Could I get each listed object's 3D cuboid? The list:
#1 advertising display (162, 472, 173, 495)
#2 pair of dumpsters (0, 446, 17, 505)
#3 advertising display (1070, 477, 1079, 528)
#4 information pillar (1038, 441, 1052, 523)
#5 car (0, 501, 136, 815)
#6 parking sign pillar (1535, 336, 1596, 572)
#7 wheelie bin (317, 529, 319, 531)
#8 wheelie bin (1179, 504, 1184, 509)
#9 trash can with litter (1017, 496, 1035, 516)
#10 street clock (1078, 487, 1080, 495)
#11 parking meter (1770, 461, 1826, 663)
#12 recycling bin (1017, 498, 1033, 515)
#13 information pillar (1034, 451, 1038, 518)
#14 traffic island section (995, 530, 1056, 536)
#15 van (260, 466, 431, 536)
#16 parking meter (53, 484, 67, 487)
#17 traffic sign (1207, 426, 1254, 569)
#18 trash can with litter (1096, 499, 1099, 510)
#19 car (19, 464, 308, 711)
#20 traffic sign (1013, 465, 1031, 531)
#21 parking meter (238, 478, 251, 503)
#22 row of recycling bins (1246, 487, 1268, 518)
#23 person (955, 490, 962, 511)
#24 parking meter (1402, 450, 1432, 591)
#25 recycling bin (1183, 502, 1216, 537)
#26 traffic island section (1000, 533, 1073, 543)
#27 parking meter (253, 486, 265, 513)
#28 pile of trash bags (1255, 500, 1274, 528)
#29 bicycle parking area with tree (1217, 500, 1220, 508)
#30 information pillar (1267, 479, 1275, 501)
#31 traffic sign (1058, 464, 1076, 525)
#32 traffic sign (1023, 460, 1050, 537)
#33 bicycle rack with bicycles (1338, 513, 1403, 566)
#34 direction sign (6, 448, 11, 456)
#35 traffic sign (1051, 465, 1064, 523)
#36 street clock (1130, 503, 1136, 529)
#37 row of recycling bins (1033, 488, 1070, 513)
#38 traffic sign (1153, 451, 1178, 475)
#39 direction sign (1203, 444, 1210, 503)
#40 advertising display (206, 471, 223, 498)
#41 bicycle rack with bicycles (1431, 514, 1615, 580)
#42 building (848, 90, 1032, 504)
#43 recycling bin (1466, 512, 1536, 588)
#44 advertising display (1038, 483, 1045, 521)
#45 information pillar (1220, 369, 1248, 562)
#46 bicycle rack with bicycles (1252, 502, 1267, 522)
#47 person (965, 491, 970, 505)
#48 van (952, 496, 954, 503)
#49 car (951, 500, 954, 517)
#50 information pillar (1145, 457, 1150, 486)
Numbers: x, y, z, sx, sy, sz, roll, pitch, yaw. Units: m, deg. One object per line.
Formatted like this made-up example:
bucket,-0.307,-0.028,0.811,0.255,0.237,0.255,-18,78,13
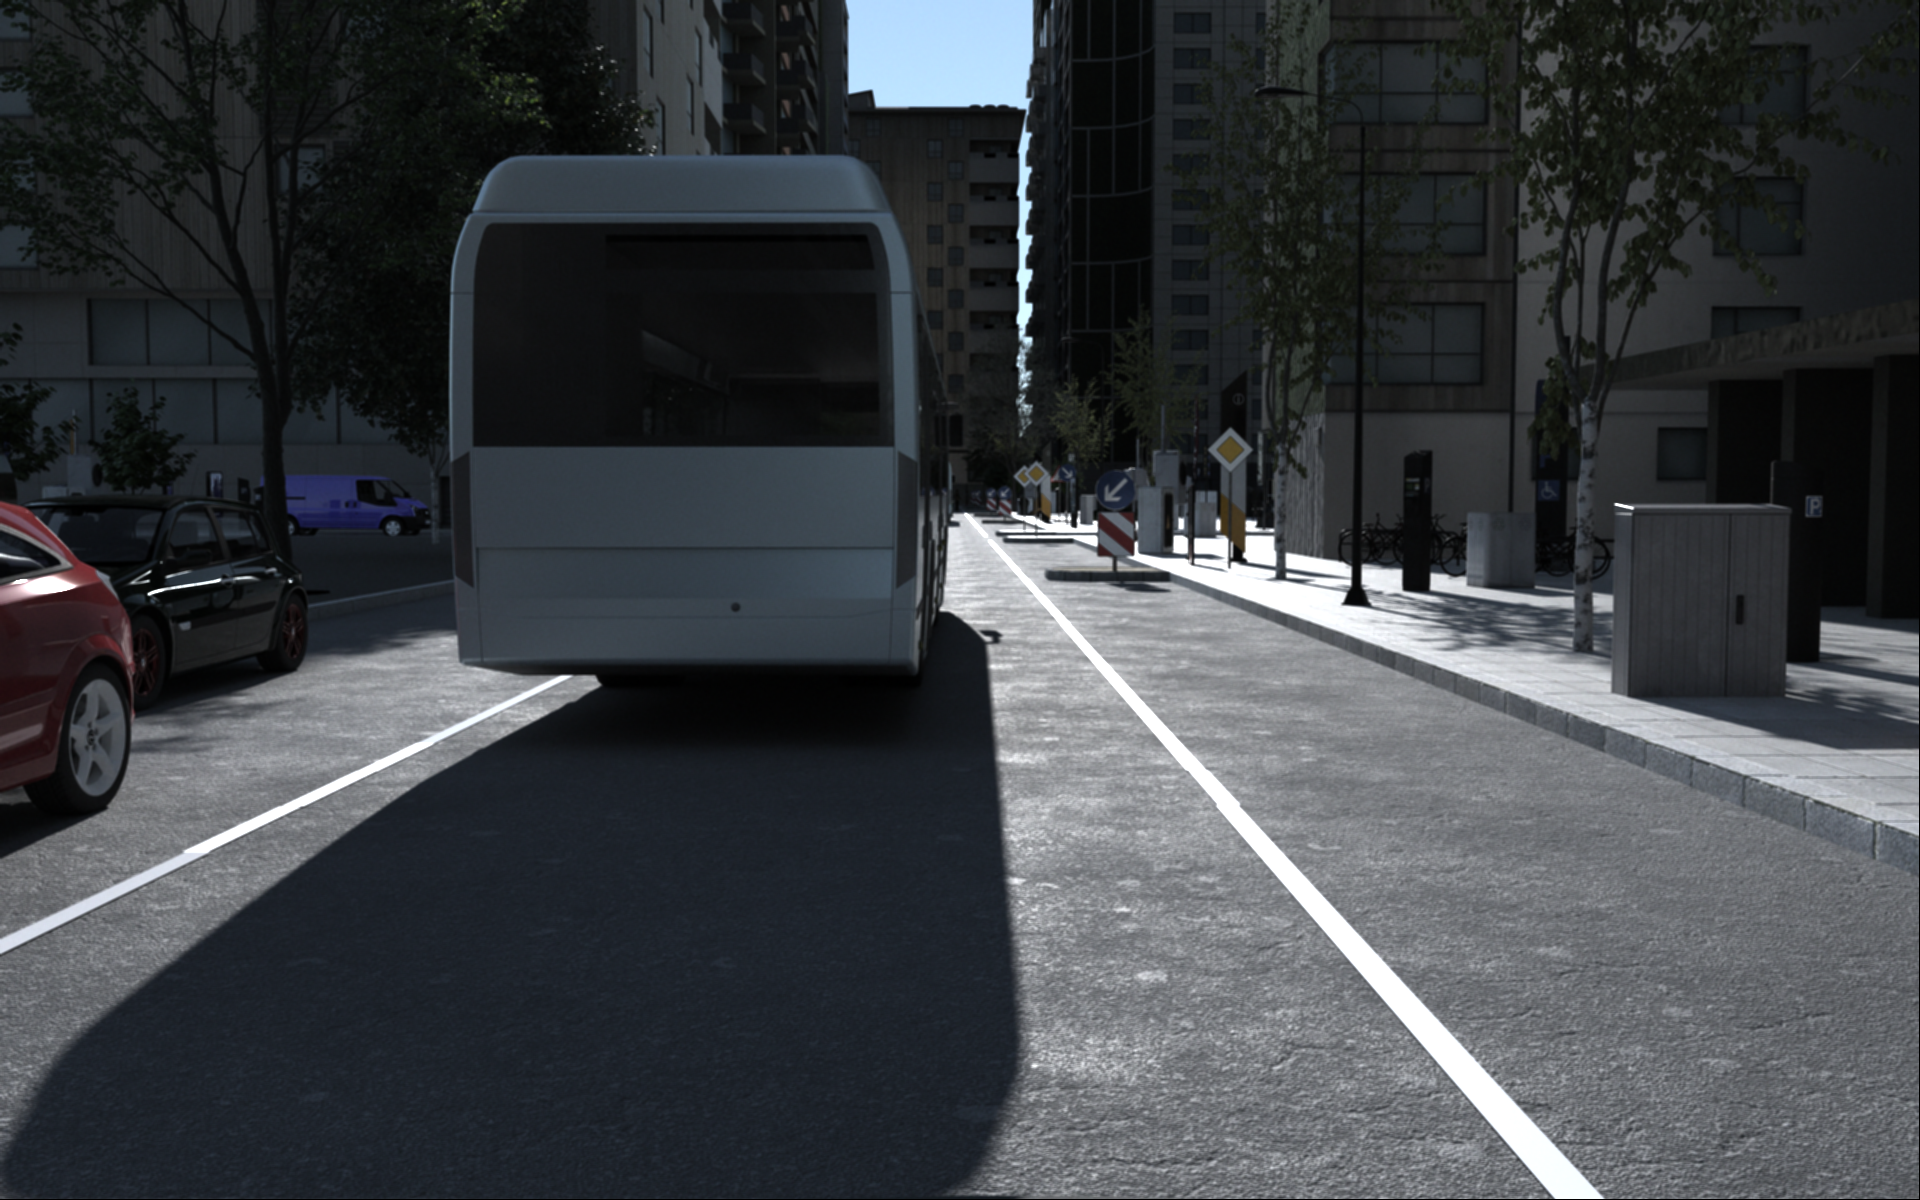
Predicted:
advertising display,-20.036,-2.361,43.822,0.123,1.923,0.974,-1,4,-17
pair of dumpsters,-8.400,-0.577,11.921,1.574,2.255,4.437,0,4,0
advertising display,4.280,-3.656,64.993,0.123,1.923,0.974,-1,4,-9
information pillar,3.779,-5.173,75.927,0.504,3.616,0.183,-2,4,-31
car,-4.739,0.166,6.330,2.155,1.783,4.494,0,4,-1
parking sign pillar,9.953,-2.485,29.099,1.447,3.967,1.447,1,4,23
wheelie bin,-22.697,-3.204,60.300,0.980,1.594,0.693,-1,4,-8
wheelie bin,13.906,-6.219,109.593,0.693,1.594,0.980,2,4,28
trash can with litter,3.934,-5.522,101.664,1.055,1.170,0.624,-2,4,-30
street clock,7.477,-6.501,110.855,0.471,2.002,0.358,0,4,-3
parking meter,6.418,-0.299,13.308,0.372,1.533,0.369,0,3,0
recycling bin,4.003,-5.735,106.319,0.722,1.027,0.722,-3,5,-44
information pillar,4.290,-6.309,94.503,0.504,3.616,0.183,2,4,34
traffic island section,2.243,-2.291,59.741,2.009,0.180,2.903,0,4,0
van,-19.907,-3.172,56.253,5.245,2.365,2.240,0,4,-1
parking meter,-22.255,-2.103,42.793,0.372,1.533,0.369,0,3,0
traffic sign,4.625,-1.743,29.684,0.795,2.450,0.064,1,4,8
trash can with litter,9.687,-7.075,127.058,1.055,1.170,0.624,-1,4,-13
car,-6.232,-0.175,12.640,2.009,1.686,4.222,0,3,0
traffic sign,2.220,-3.426,59.663,0.795,2.450,0.064,0,4,0
parking meter,-25.404,-3.412,61.489,0.399,1.863,0.255,-2,4,-26
row of recycling bins,16.714,-5.337,94.370,1.069,1.692,3.534,-3,5,-41
person,-0.199,-8.383,145.651,0.705,1.812,1.348,-1,4,-21
parking meter,6.052,-1.053,22.926,0.255,1.863,0.399,3,4,38
recycling bin,7.166,-2.396,51.734,0.722,1.027,0.722,-3,4,-38
traffic island section,2.298,-1.803,51.756,2.009,0.180,2.903,0,4,0
parking meter,-21.069,-2.676,52.162,0.372,1.533,0.369,0,3,0
pile of trash bags,12.689,-3.457,66.280,1.912,1.369,3.447,2,4,32
bicycle parking area with tree,20.810,-7.771,114.058,8.231,4.147,9.016,2,4,23
information pillar,15.493,-4.994,86.145,0.304,2.012,0.304,3,5,41
traffic sign,4.505,-4.449,72.851,0.768,2.556,0.104,0,4,1
traffic sign,2.275,-2.938,51.678,0.795,2.450,0.064,0,4,0
bicycle rack with bicycles,8.204,-1.121,31.706,2.925,0.926,2.852,0,4,2
direction sign,-32.731,-4.089,58.855,0.876,3.537,0.379,-2,4,-33
traffic sign,4.437,-4.729,77.316,0.884,2.594,0.081,0,4,5
street clock,6.377,-3.629,63.897,0.358,2.002,0.471,-2,4,-27
row of recycling bins,6.352,-6.669,116.145,3.534,1.692,1.069,2,4,35
traffic sign,4.785,-2.337,40.334,0.606,2.300,0.079,0,4,2
direction sign,11.271,-5.334,79.209,0.379,3.537,0.876,2,4,27
advertising display,-21.291,-2.709,49.501,0.123,1.923,0.974,0,4,-4
bicycle rack with bicycles,8.842,-0.808,26.592,2.925,0.926,2.852,0,4,2
building,-3.265,-39.475,234.657,27.495,52.752,28.713,0,4,0
recycling bin,7.466,-0.694,23.906,0.722,1.027,0.722,0,4,-5
advertising display,3.938,-4.663,81.453,0.123,1.923,0.974,2,4,29
information pillar,5.185,-2.531,32.729,0.504,3.616,0.183,1,4,18
bicycle rack with bicycles,13.560,-4.153,81.289,2.852,0.926,2.925,2,4,28
person,0.794,-11.369,194.385,0.705,1.824,1.348,2,4,23
van,-1.680,-11.037,187.466,2.013,2.044,4.112,0,4,-2
car,-1.395,-6.039,110.536,2.131,1.459,4.920,0,4,-2
information pillar,11.975,-7.297,110.661,0.183,3.616,0.504,2,4,33
